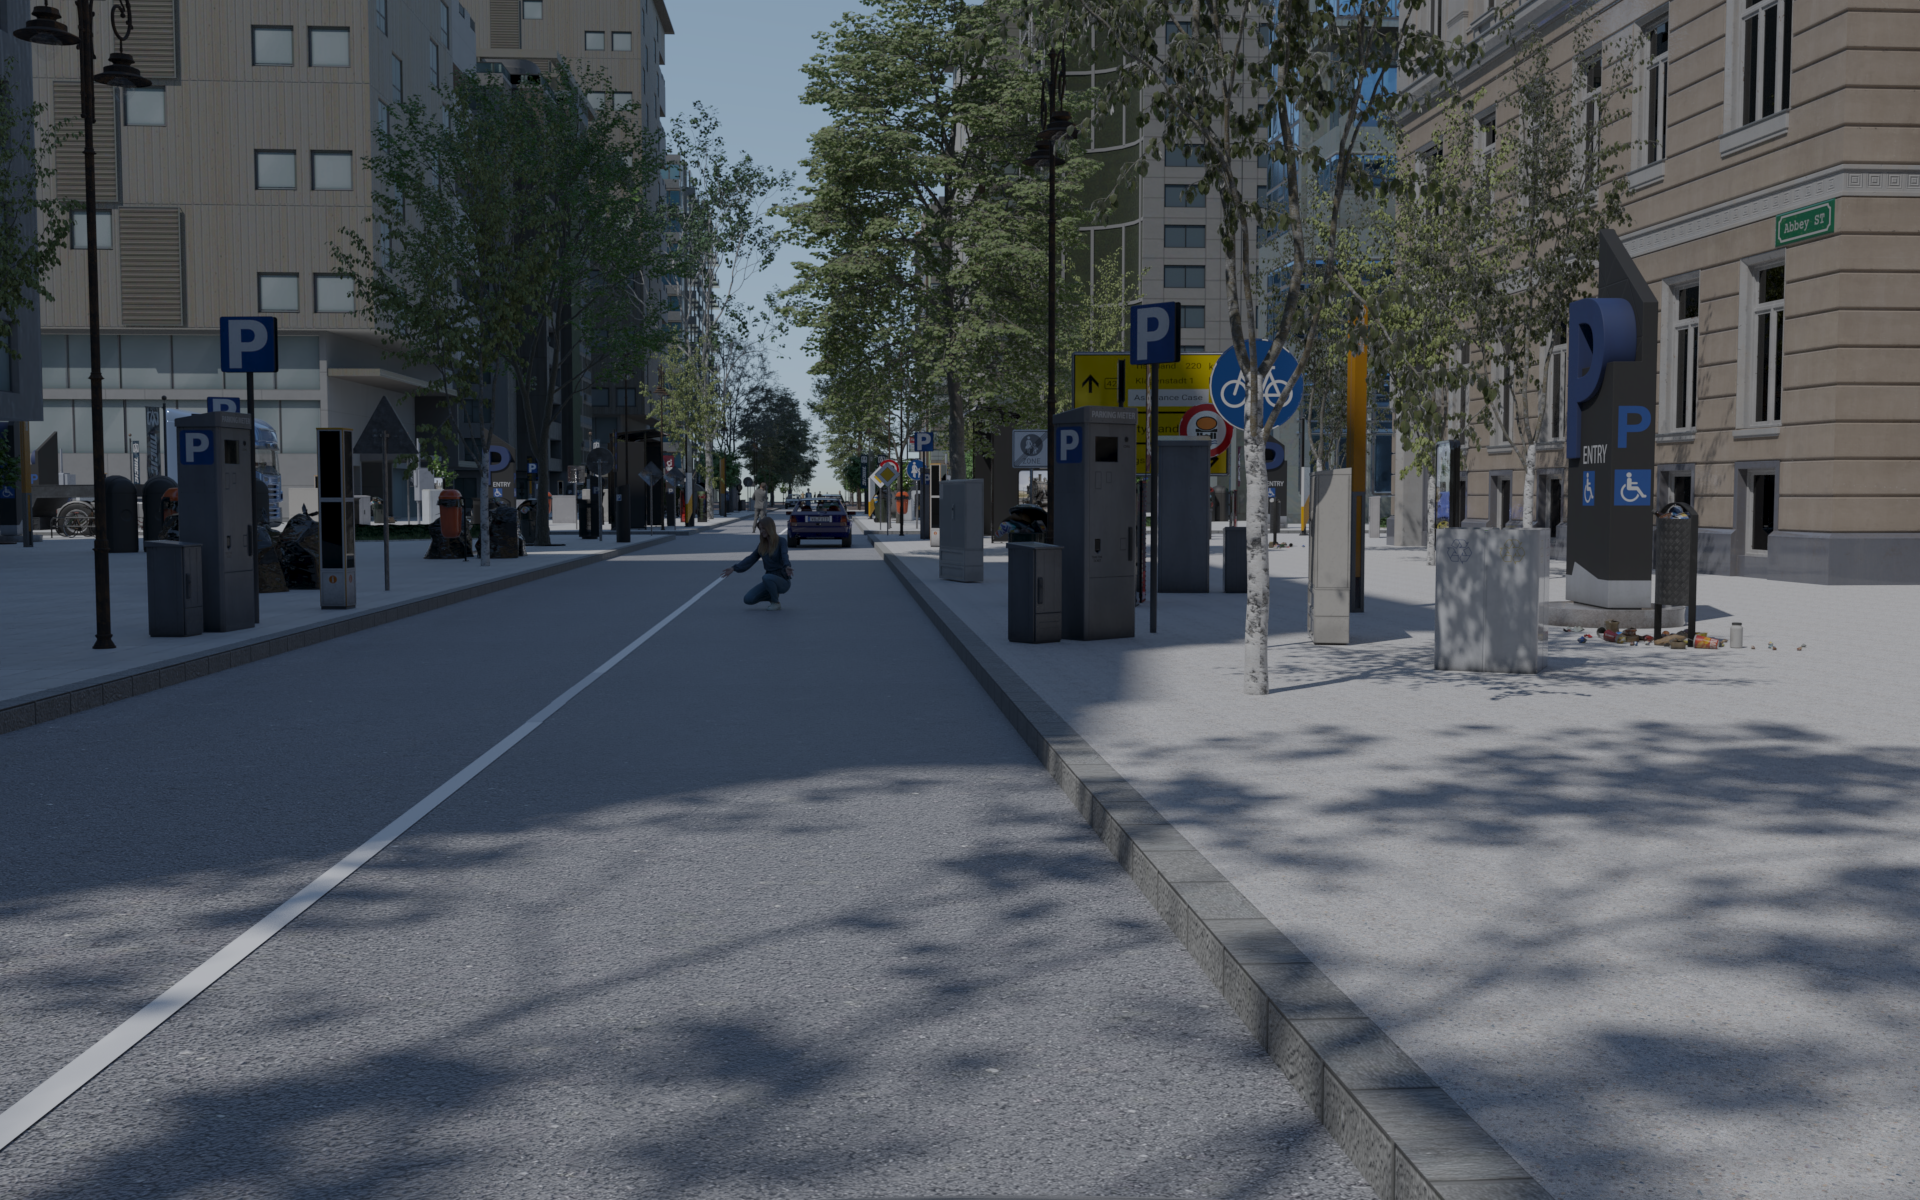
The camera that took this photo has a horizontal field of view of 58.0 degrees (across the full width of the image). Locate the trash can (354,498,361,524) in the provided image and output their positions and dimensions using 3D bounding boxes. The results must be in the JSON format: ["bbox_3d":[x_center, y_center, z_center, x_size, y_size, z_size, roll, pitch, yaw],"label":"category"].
[{"bbox_3d":[-22.950,-3.279,65.261,0.748,1.137,0.748,0,3,0],"label":"trash can"}]

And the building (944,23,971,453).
[{"bbox_3d":[13.480,-36.624,188.048,28.713,52.752,27.495,0,4,-4],"label":"building"}]

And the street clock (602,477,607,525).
[{"bbox_3d":[-14.855,-4.107,71.715,0.471,2.002,0.358,1,4,9],"label":"street clock"}]

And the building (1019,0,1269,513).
[{"bbox_3d":[13.406,-42.093,126.469,20.563,71.187,20.611,0,4,-4],"label":"building"}]

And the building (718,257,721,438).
[{"bbox_3d":[-49.664,-40.078,274.885,23.786,49.044,30.456,0,4,-4],"label":"building"}]

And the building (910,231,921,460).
[{"bbox_3d":[3.236,-38.361,281.833,22.147,44.769,28.867,0,4,-4],"label":"building"}]

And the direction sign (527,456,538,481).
[{"bbox_3d":[-25.397,-6.807,103.298,0.876,3.537,0.379,1,4,11],"label":"direction sign"}]

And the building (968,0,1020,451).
[{"bbox_3d":[12.214,-33.016,163.516,21.300,48.544,21.600,0,4,-4],"label":"building"}]

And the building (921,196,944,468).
[{"bbox_3d":[1.398,-37.289,259.791,14.600,45.320,14.200,0,4,-4],"label":"building"}]

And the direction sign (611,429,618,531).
[{"bbox_3d":[-12.044,-4.192,60.542,0.379,3.537,0.876,-1,4,-20],"label":"direction sign"}]

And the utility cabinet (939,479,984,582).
[{"bbox_3d":[0.003,-1.028,25.488,0.318,1.500,1.173,-1,4,-19],"label":"utility cabinet"}]

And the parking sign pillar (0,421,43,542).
[{"bbox_3d":[-25.406,-3.539,46.331,1.447,3.967,1.447,-1,4,-21],"label":"parking sign pillar"}]

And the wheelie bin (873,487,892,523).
[{"bbox_3d":[-3.432,-4.261,77.568,0.693,1.594,0.980,2,4,33],"label":"wheelie bin"}]

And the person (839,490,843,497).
[{"bbox_3d":[-8.955,-7.310,129.028,0.512,1.701,0.522,1,4,18],"label":"person"}]

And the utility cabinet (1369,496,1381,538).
[{"bbox_3d":[12.190,-2.436,50.985,0.306,1.237,1.020,1,4,11],"label":"utility cabinet"}]

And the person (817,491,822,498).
[{"bbox_3d":[-15.058,-10.890,187.079,0.617,1.759,0.750,2,4,28],"label":"person"}]

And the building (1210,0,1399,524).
[{"bbox_3d":[28.320,-47.176,84.005,31.000,86.520,22.319,0,4,-4],"label":"building"}]

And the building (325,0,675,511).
[{"bbox_3d":[-43.545,-35.613,171.508,28.713,52.752,27.495,0,4,-4],"label":"building"}]

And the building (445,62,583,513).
[{"bbox_3d":[-34.219,-21.263,119.355,14.160,30.474,14.107,0,4,-4],"label":"building"}]

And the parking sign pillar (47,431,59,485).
[{"bbox_3d":[-38.987,-5.216,73.752,1.447,3.967,1.447,1,4,8],"label":"parking sign pillar"}]

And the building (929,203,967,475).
[{"bbox_3d":[2.466,-34.378,245.676,14.154,41.232,14.086,0,4,-4],"label":"building"}]

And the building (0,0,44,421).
[{"bbox_3d":[-26.728,-21.334,32.408,14.086,41.232,14.154,0,4,-4],"label":"building"}]

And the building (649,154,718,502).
[{"bbox_3d":[-47.633,-38.177,243.794,23.786,49.044,30.456,0,4,-4],"label":"building"}]

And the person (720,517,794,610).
[{"bbox_3d":[-2.347,-0.452,21.389,1.012,1.151,0.738,3,4,39],"label":"person"}]

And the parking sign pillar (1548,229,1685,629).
[{"bbox_3d":[6.411,-1.749,17.066,1.447,3.967,1.447,0,4,2],"label":"parking sign pillar"}]

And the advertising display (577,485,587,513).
[{"bbox_3d":[-25.944,-6.986,119.432,0.974,1.923,0.123,-1,4,-17],"label":"advertising display"}]

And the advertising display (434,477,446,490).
[{"bbox_3d":[-19.516,-3.630,64.572,0.974,1.923,0.123,3,4,37],"label":"advertising display"}]

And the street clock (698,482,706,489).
[{"bbox_3d":[-15.533,-6.105,104.389,0.471,2.002,0.358,1,4,14],"label":"street clock"}]

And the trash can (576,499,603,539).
[{"bbox_3d":[-10.542,-2.301,49.281,0.748,1.137,0.748,0,3,0],"label":"trash can"}]

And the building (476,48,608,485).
[{"bbox_3d":[-44.369,-27.753,145.642,32.217,40.220,23.993,0,4,-4],"label":"building"}]

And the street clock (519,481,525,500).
[{"bbox_3d":[-24.054,-5.539,95.127,0.358,2.002,0.471,-1,4,-17],"label":"street clock"}]

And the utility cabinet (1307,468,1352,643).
[{"bbox_3d":[3.222,-0.399,15.198,0.318,1.500,1.173,1,4,9],"label":"utility cabinet"}]

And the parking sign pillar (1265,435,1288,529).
[{"bbox_3d":[11.520,-4.656,64.601,1.447,3.967,1.447,-1,4,-11],"label":"parking sign pillar"}]

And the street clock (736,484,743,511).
[{"bbox_3d":[-16.426,-7.613,129.049,0.358,2.002,0.471,3,4,38],"label":"street clock"}]

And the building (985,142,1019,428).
[{"bbox_3d":[8.943,-22.862,145.499,14.160,30.474,14.107,0,4,-4],"label":"building"}]

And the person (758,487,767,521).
[{"bbox_3d":[-8.809,-4.184,77.006,0.767,1.812,0.694,-1,4,-13],"label":"person"}]

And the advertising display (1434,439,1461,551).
[{"bbox_3d":[5.868,-0.959,20.887,0.123,1.923,0.974,0,4,5],"label":"advertising display"}]

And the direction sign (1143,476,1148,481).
[{"bbox_3d":[11.392,-7.135,108.661,0.876,3.537,0.379,0,4,-8],"label":"direction sign"}]

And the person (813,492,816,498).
[{"bbox_3d":[-22.628,-15.942,269.705,0.434,1.755,0.990,0,4,-3],"label":"person"}]

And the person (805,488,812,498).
[{"bbox_3d":[-9.833,-6.354,112.411,0.581,1.822,0.654,0,4,-3],"label":"person"}]

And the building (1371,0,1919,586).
[{"bbox_3d":[17.657,-15.146,33.545,13.634,28.700,20.117,0,4,-4],"label":"building"}]

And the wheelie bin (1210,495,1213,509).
[{"bbox_3d":[7.127,-2.688,51.864,0.693,1.594,0.980,-3,5,-42],"label":"wheelie bin"}]

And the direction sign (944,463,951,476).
[{"bbox_3d":[-0.744,-8.170,125.571,0.876,3.537,0.379,1,4,14],"label":"direction sign"}]

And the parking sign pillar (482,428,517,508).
[{"bbox_3d":[-18.477,-4.948,69.370,1.447,3.967,1.447,0,4,-1],"label":"parking sign pillar"}]

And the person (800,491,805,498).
[{"bbox_3d":[-20.629,-13.393,227.562,1.348,1.812,0.705,1,4,12],"label":"person"}]

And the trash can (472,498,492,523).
[{"bbox_3d":[-17.729,-3.215,64.218,0.748,1.137,0.748,0,3,0],"label":"trash can"}]

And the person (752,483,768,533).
[{"bbox_3d":[-7.375,-3.398,63.859,0.655,1.846,0.447,1,4,14],"label":"person"}]

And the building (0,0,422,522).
[{"bbox_3d":[-40.502,-30.525,88.322,28.713,52.752,27.495,0,4,-4],"label":"building"}]
